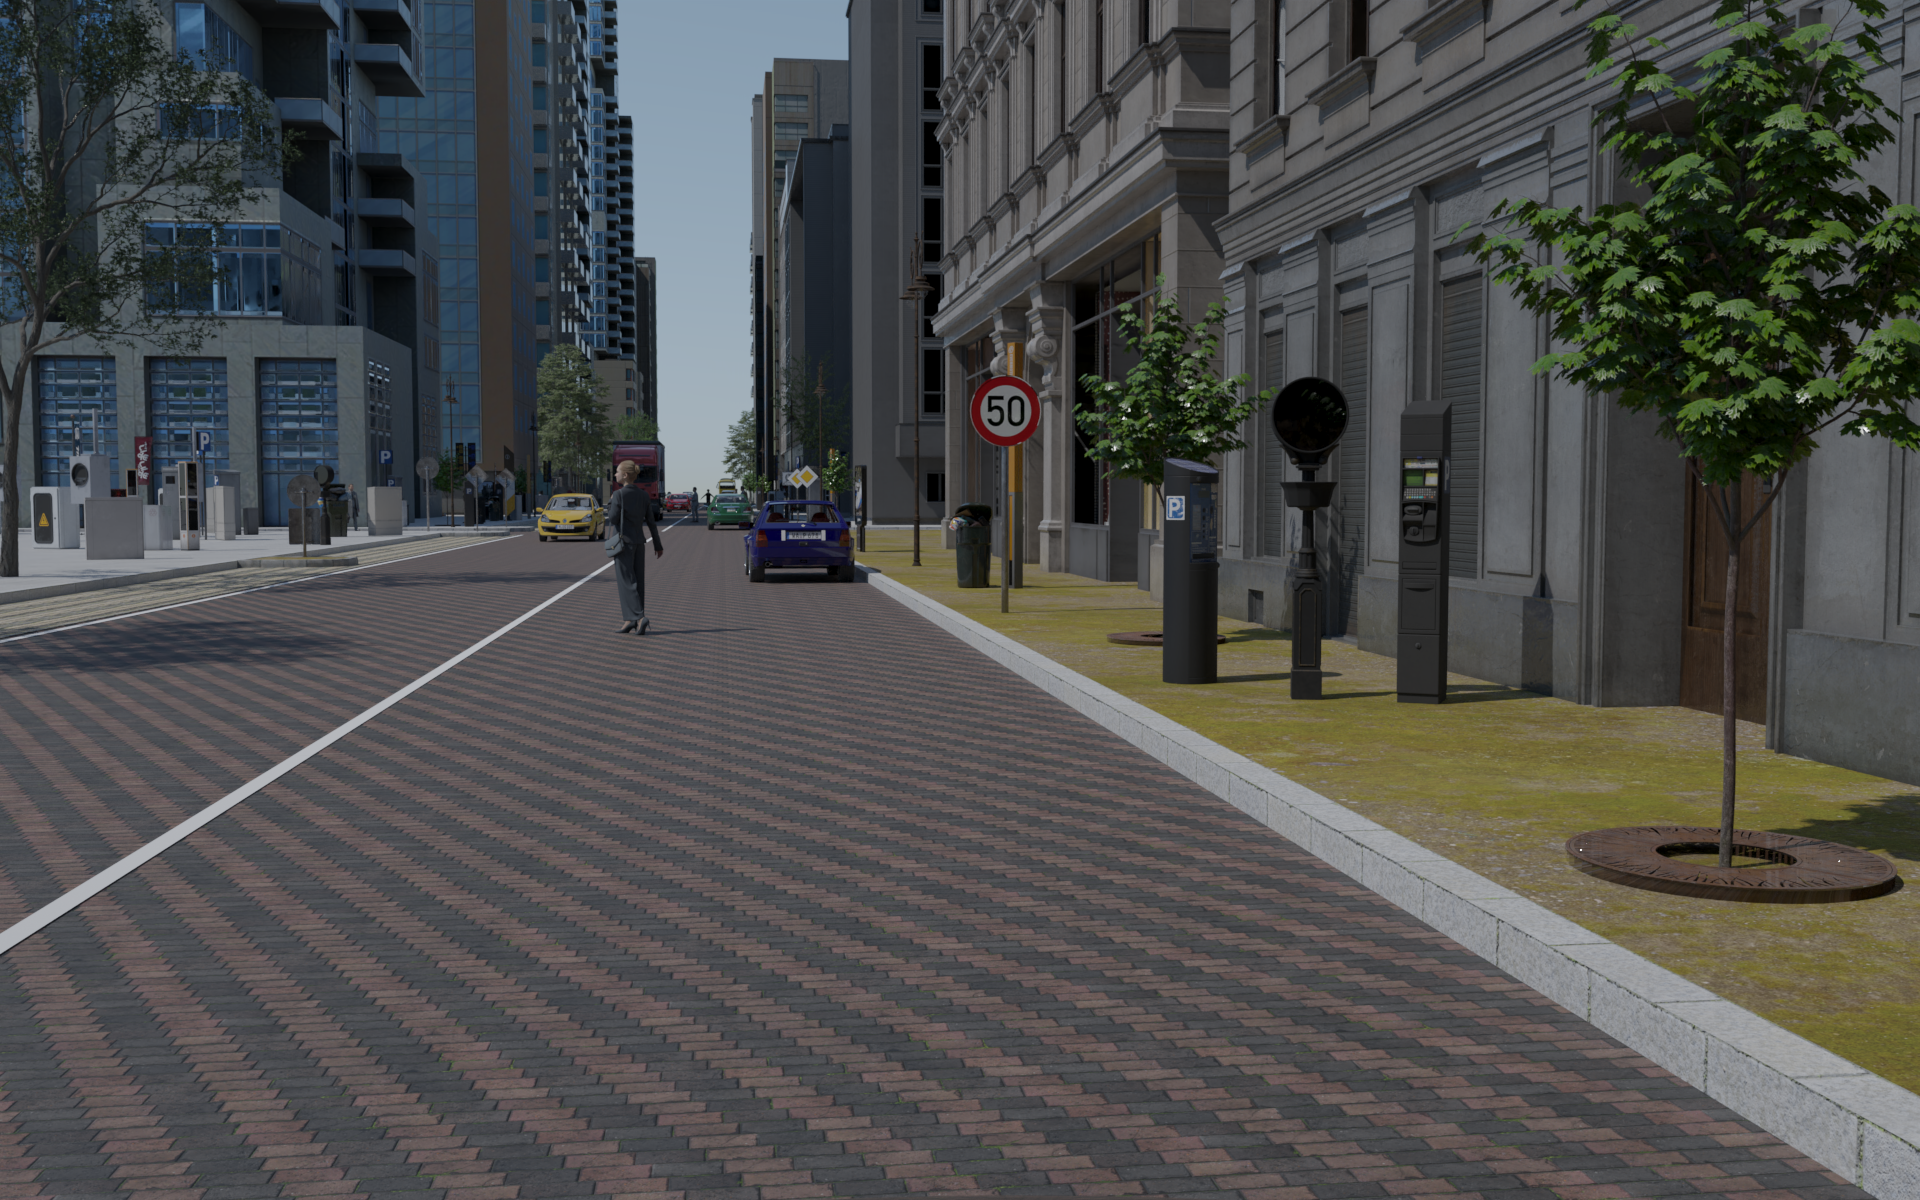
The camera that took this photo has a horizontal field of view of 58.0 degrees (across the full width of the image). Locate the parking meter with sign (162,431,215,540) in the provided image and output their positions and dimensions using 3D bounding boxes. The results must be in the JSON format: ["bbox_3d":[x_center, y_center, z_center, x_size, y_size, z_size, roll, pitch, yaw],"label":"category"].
[{"bbox_3d":[-21.878,-3.191,48.429,1.738,3.016,0.543,1,4,10],"label":"parking meter with sign"}]

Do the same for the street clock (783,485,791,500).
[{"bbox_3d":[-8.095,-4.673,80.969,0.358,2.002,0.471,-2,4,-28],"label":"street clock"}]

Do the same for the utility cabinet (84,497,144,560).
[{"bbox_3d":[-16.610,-1.397,34.011,1.020,1.237,0.306,-2,4,-31],"label":"utility cabinet"}]

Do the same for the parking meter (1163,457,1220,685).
[{"bbox_3d":[1.572,-0.207,11.798,0.372,1.533,0.369,0,3,0],"label":"parking meter"}]

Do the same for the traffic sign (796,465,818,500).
[{"bbox_3d":[-5.330,-3.470,60.379,0.795,2.450,0.064,0,4,-8],"label":"traffic sign"}]

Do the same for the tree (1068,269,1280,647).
[{"bbox_3d":[1.751,-1.254,15.104,1.663,3.219,1.824,0,3,0],"label":"tree"}]

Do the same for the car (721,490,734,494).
[{"bbox_3d":[-23.689,-10.360,178.063,2.281,1.827,5.304,0,4,-6],"label":"car"}]

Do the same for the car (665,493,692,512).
[{"bbox_3d":[-22.430,-7.904,138.270,2.155,1.783,4.494,0,4,-6],"label":"car"}]

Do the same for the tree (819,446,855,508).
[{"bbox_3d":[-4.738,-4.521,68.518,1.663,3.219,1.824,0,3,0],"label":"tree"}]

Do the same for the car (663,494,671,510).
[{"bbox_3d":[-25.925,-8.897,155.684,2.015,1.641,3.980,-1,4,-10],"label":"car"}]

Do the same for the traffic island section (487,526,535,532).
[{"bbox_3d":[-17.530,-2.726,66.855,2.009,0.180,2.903,0,4,-8],"label":"traffic island section"}]

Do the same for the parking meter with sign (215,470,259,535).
[{"bbox_3d":[-22.822,-3.531,53.991,0.543,3.016,1.738,3,5,43],"label":"parking meter with sign"}]

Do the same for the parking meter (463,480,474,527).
[{"bbox_3d":[-19.230,-3.795,67.754,0.399,1.863,0.255,-1,4,-23],"label":"parking meter"}]

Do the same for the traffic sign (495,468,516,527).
[{"bbox_3d":[-17.508,-3.863,66.797,0.795,2.450,0.064,0,4,-8],"label":"traffic sign"}]

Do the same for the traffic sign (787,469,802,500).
[{"bbox_3d":[-6.414,-3.954,68.290,0.795,2.450,0.064,0,4,-8],"label":"traffic sign"}]

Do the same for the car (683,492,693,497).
[{"bbox_3d":[-39.965,-15.026,254.352,2.281,1.827,5.304,0,4,-7],"label":"car"}]

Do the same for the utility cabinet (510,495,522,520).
[{"bbox_3d":[-21.729,-4.499,84.722,0.306,1.237,1.020,-2,4,-31],"label":"utility cabinet"}]

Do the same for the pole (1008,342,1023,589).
[{"bbox_3d":[0.746,-1.811,23.448,0.158,3.312,0.155,0,3,0],"label":"pole"}]

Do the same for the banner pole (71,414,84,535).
[{"bbox_3d":[-27.705,-3.934,54.331,0.401,3.779,0.863,-3,5,-43],"label":"banner pole"}]

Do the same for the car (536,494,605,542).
[{"bbox_3d":[-11.937,-2.637,53.337,2.015,1.641,3.980,0,4,-6],"label":"car"}]

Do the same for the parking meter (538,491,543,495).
[{"bbox_3d":[-30.165,-7.106,124.596,0.372,1.533,0.369,0,3,0],"label":"parking meter"}]

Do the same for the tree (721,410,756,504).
[{"bbox_3d":[-28.479,-19.353,234.546,7.486,12.596,7.792,0,3,0],"label":"tree"}]

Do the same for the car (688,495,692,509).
[{"bbox_3d":[-26.062,-9.261,163.777,2.083,1.381,4.827,-1,4,-9],"label":"car"}]

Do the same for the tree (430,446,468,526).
[{"bbox_3d":[-20.495,-4.590,69.649,1.663,3.219,1.824,0,3,0],"label":"tree"}]

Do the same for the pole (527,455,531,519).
[{"bbox_3d":[-22.276,-5.848,89.463,0.158,3.312,0.155,0,3,0],"label":"pole"}]

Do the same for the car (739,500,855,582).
[{"bbox_3d":[-2.779,-1.035,29.508,1.945,1.354,3.894,-1,4,-9],"label":"car"}]

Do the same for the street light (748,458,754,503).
[{"bbox_3d":[-22.533,-13.213,188.823,0.468,5.910,1.993,0,4,-8],"label":"street light"}]

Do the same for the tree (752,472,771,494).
[{"bbox_3d":[-17.016,-9.450,149.113,1.663,3.219,1.824,0,3,0],"label":"tree"}]

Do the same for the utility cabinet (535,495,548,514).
[{"bbox_3d":[-26.512,-6.030,109.747,0.306,1.237,1.020,2,4,25],"label":"utility cabinet"}]

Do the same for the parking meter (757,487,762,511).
[{"bbox_3d":[-15.622,-7.906,134.977,0.399,1.863,0.255,0,4,-2],"label":"parking meter"}]

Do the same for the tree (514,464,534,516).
[{"bbox_3d":[-25.316,-6.470,100.385,1.663,3.219,1.824,0,3,0],"label":"tree"}]

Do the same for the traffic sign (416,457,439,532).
[{"bbox_3d":[-18.206,-3.617,59.241,0.768,2.556,0.104,0,4,-5],"label":"traffic sign"}]

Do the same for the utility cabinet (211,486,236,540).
[{"bbox_3d":[-20.466,-2.419,48.230,0.318,1.500,1.173,-2,4,-35],"label":"utility cabinet"}]

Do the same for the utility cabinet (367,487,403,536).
[{"bbox_3d":[-17.508,-2.693,52.715,0.318,1.500,1.173,2,4,23],"label":"utility cabinet"}]

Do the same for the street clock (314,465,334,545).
[{"bbox_3d":[-15.936,-2.378,43.446,0.471,2.002,0.358,2,4,23],"label":"street clock"}]

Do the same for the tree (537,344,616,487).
[{"bbox_3d":[-29.961,-13.026,131.100,7.486,12.596,7.792,0,3,0],"label":"tree"}]

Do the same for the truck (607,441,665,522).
[{"bbox_3d":[-17.296,-6.388,93.353,2.839,4.237,11.283,0,4,-8],"label":"truck"}]

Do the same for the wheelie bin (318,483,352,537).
[{"bbox_3d":[-18.638,-2.682,51.753,0.980,1.594,0.693,-3,5,-39],"label":"wheelie bin"}]

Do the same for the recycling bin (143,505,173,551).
[{"bbox_3d":[-18.489,-1.653,39.582,0.722,1.027,0.722,0,4,-4],"label":"recycling bin"}]

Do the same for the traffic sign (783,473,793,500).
[{"bbox_3d":[-7.953,-4.797,80.556,0.606,2.300,0.079,0,4,-6],"label":"traffic sign"}]

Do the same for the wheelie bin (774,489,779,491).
[{"bbox_3d":[-11.457,-6.152,108.500,0.693,1.594,0.980,1,4,16],"label":"wheelie bin"}]

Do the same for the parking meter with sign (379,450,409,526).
[{"bbox_3d":[-22.662,-4.479,69.495,0.543,3.016,1.738,0,4,5],"label":"parking meter with sign"}]

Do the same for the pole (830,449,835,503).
[{"bbox_3d":[-5.745,-5.150,78.049,0.158,3.312,0.155,0,3,0],"label":"pole"}]

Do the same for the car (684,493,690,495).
[{"bbox_3d":[-31.034,-11.375,195.579,1.945,1.707,3.694,0,4,-7],"label":"car"}]

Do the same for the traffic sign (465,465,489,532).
[{"bbox_3d":[-16.424,-3.379,58.885,0.795,2.450,0.064,0,4,-8],"label":"traffic sign"}]

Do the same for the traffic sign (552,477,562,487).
[{"bbox_3d":[-24.396,-6.284,104.870,0.606,2.300,0.079,0,4,0],"label":"traffic sign"}]

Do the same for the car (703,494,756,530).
[{"bbox_3d":[-9.314,-3.569,70.145,2.131,1.459,4.920,-1,4,-9],"label":"car"}]

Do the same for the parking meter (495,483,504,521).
[{"bbox_3d":[-22.373,-4.792,84.068,0.399,1.863,0.255,-1,4,-13],"label":"parking meter"}]

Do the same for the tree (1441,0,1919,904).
[{"bbox_3d":[2.723,-0.681,5.740,1.663,3.219,1.824,0,3,0],"label":"tree"}]

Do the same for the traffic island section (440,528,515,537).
[{"bbox_3d":[-16.446,-2.242,58.944,2.009,0.180,2.903,0,4,-8],"label":"traffic island section"}]

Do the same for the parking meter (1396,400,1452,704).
[{"bbox_3d":[2.862,-0.304,10.677,0.255,1.863,0.399,2,4,25],"label":"parking meter"}]

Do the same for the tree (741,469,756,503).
[{"bbox_3d":[-27.291,-14.905,227.410,4.285,4.588,4.351,0,3,0],"label":"tree"}]

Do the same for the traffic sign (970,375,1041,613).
[{"bbox_3d":[0.486,-1.132,18.620,0.768,2.556,0.104,0,4,-5],"label":"traffic sign"}]

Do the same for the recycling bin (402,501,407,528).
[{"bbox_3d":[-21.654,-3.295,66.429,0.722,1.027,0.722,0,4,-4],"label":"recycling bin"}]

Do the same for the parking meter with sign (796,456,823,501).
[{"bbox_3d":[-6.730,-5.158,80.595,1.738,3.016,0.543,-1,4,-22],"label":"parking meter with sign"}]

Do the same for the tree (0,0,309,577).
[{"bbox_3d":[-14.587,-5.615,26.225,8.767,10.594,7.601,-2,4,-31],"label":"tree"}]

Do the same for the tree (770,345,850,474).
[{"bbox_3d":[-7.400,-8.343,86.768,4.737,8.622,4.395,0,3,0],"label":"tree"}]

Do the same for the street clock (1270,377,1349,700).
[{"bbox_3d":[2.173,-0.382,10.820,0.471,2.002,0.358,0,4,8],"label":"street clock"}]

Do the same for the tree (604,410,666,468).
[{"bbox_3d":[-40.517,-17.743,215.850,9.928,11.665,9.643,0,3,0],"label":"tree"}]

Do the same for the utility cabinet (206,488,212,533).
[{"bbox_3d":[-24.277,-2.954,56.979,0.318,1.500,1.173,1,4,15],"label":"utility cabinet"}]
